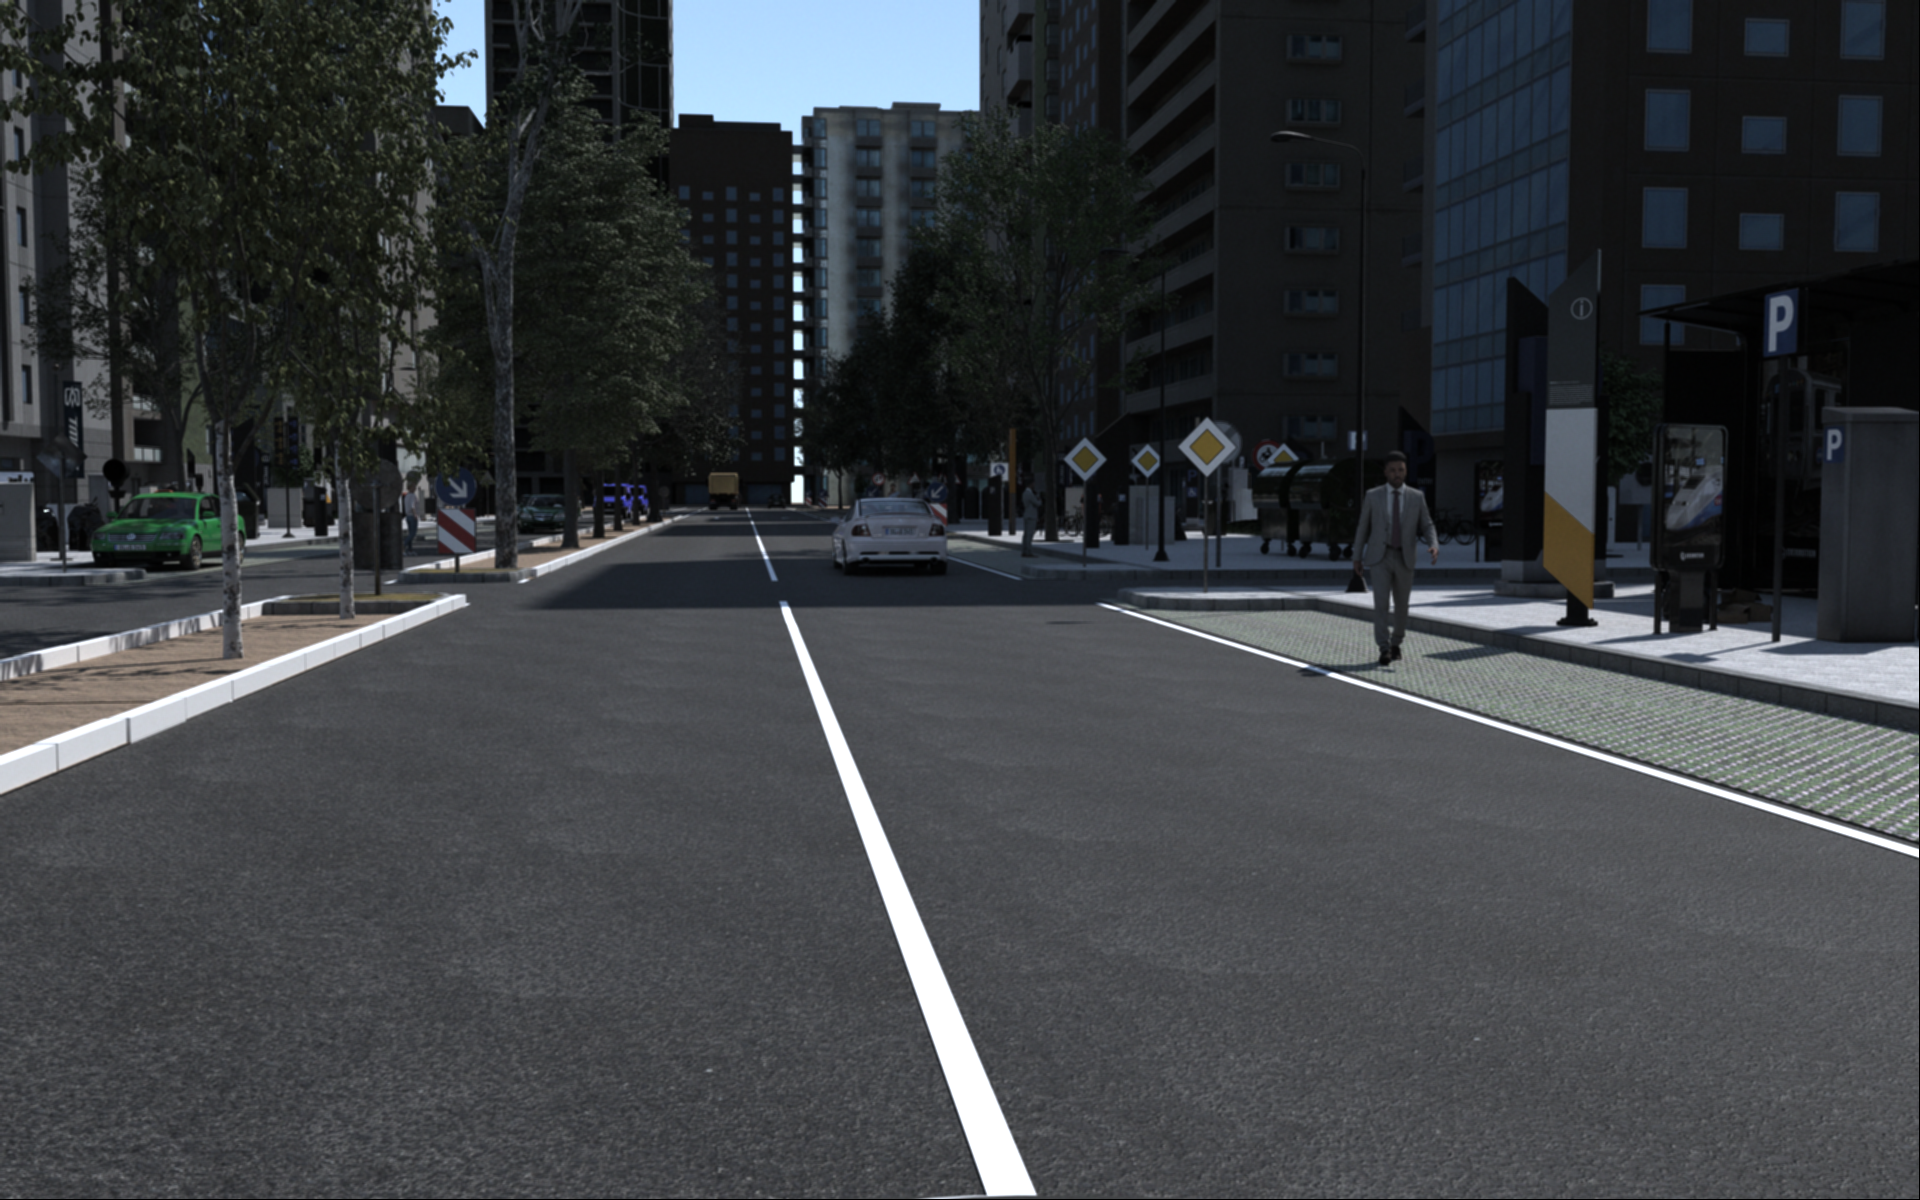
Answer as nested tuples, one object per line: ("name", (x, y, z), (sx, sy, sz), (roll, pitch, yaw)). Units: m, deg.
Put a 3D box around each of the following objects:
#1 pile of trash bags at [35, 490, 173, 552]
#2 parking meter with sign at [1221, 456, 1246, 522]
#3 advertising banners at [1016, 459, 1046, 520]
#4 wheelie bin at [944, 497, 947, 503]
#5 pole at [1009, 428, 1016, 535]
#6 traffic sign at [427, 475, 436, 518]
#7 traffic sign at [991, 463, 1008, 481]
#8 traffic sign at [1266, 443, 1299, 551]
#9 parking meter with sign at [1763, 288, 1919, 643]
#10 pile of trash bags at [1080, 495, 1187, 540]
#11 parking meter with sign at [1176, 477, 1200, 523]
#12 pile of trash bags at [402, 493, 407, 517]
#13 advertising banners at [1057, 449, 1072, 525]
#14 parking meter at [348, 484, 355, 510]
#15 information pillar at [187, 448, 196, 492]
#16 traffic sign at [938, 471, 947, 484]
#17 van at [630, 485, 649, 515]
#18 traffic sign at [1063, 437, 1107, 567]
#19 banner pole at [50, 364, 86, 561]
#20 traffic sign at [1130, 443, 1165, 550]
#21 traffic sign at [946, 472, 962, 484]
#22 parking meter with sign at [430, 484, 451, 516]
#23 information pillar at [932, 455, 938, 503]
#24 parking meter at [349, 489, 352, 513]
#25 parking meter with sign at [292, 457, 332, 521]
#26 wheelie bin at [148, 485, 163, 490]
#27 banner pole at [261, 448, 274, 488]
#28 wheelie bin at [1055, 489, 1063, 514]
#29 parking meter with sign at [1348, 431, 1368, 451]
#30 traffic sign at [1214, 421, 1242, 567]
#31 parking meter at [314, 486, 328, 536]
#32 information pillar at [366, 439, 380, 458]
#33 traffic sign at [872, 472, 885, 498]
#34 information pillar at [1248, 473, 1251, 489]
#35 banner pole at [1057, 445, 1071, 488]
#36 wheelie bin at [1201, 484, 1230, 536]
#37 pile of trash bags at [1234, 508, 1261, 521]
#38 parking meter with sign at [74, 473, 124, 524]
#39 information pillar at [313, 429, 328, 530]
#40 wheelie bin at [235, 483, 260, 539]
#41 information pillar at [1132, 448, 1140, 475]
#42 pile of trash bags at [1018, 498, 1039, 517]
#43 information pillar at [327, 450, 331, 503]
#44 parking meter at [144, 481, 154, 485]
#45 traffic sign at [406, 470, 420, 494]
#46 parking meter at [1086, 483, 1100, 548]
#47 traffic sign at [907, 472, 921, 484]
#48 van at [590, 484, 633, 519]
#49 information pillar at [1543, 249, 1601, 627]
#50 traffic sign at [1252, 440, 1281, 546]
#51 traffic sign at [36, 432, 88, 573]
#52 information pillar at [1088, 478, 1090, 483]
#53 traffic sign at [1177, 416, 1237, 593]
("pile of trash bags", (-19.639, -1.814, 39.409), (3.447, 1.369, 1.912), (-1, 4, -22))
("parking meter with sign", (12.239, -5.095, 79.562), (1.738, 3.016, 0.543), (-1, 4, -18))
("advertising banners", (3.569, -5.478, 85.755), (2.074, 3.025, 0.090), (-2, 4, -33))
("wheelie bin", (-0.593, -5.091, 91.139), (0.980, 1.594, 0.693), (-1, 4, -16))
("pole", (1.632, -3.674, 53.913), (0.158, 3.312, 0.155), (0, 3, 0))
("traffic sign", (-28.185, -5.669, 92.797), (0.768, 2.556, 0.104), (0, 4, -4))
("traffic sign", (1.273, -3.296, 56.023), (0.606, 2.300, 0.079), (0, 4, -2))
("traffic sign", (7.271, -2.312, 38.987), (0.795, 2.450, 0.064), (0, 4, -3))
("parking meter with sign", (7.920, -1.147, 15.015), (1.738, 3.016, 0.543), (0, 4, -3))
("pile of trash bags", (4.716, -2.365, 48.428), (1.912, 1.369, 3.447), (-3, 5, -45))
("parking meter with sign", (10.247, -4.944, 77.101), (1.738, 3.016, 0.543), (-1, 4, -20))
("pile of trash bags", (-31.519, -5.361, 97.404), (1.912, 1.369, 3.447), (0, 4, -7))
("advertising banners", (4.088, -4.338, 67.107), (0.090, 3.025, 2.074), (1, 4, 20))
("parking meter", (-35.182, -5.777, 100.168), (0.255, 1.863, 0.399), (1, 4, 10))
("information pillar", (-38.946, -5.897, 87.767), (0.504, 3.616, 0.183), (2, 4, 28))
("traffic sign", (-0.964, -5.749, 93.993), (0.884, 2.594, 0.081), (0, 4, -3))
("van", (-22.633, -7.049, 119.630), (2.240, 2.365, 5.245), (0, 4, -7))
("traffic sign", (2.183, -1.633, 30.341), (0.795, 2.450, 0.064), (0, 4, -7))
("banner pole", (-17.334, -2.669, 33.660), (0.401, 3.779, 0.863), (1, 4, 18))
("traffic sign", (4.279, -2.350, 39.609), (0.795, 2.450, 0.064), (0, 4, -5))
("traffic sign", (-0.322, -5.675, 92.795), (0.884, 2.594, 0.081), (0, 4, -5))
("parking meter with sign", (-30.650, -6.432, 101.419), (1.738, 3.016, 0.543), (-3, 5, -40))
("information pillar", (-1.190, -5.509, 81.425), (0.183, 3.616, 0.504), (2, 4, 24))
("parking meter", (-28.373, -4.392, 80.220), (0.372, 1.533, 0.369), (0, 3, 0))
("parking meter with sign", (-30.806, -5.271, 82.435), (0.543, 3.016, 1.738), (3, 5, 40))
("wheelie bin", (-28.624, -3.279, 61.518), (0.693, 1.594, 0.980), (1, 4, 12))
("banner pole", (-37.270, -6.326, 93.439), (0.401, 3.779, 0.863), (3, 5, 43))
("wheelie bin", (5.924, -5.929, 104.840), (0.693, 1.594, 0.980), (2, 4, 26))
("parking meter with sign", (11.295, -3.190, 48.412), (0.543, 3.016, 1.738), (2, 4, 26))
("traffic sign", (4.532, -1.847, 30.306), (0.768, 2.556, 0.104), (0, 4, -4))
("parking meter", (-19.414, -2.703, 52.609), (0.372, 1.533, 0.369), (0, 3, 0))
("information pillar", (-20.892, -4.298, 61.626), (0.504, 3.616, 0.183), (0, 4, -2))
("traffic sign", (-4.721, -6.148, 100.623), (0.768, 2.556, 0.104), (0, 4, -4))
("information pillar", (10.064, -3.472, 61.263), (0.304, 2.012, 0.304), (-3, 5, -42))
("banner pole", (5.397, -6.060, 89.096), (0.863, 3.779, 0.401), (-1, 4, -8))
("wheelie bin", (7.901, -2.791, 53.540), (0.693, 1.594, 0.980), (-2, 4, -27))
("pile of trash bags", (10.891, -3.415, 65.583), (3.447, 1.369, 1.912), (-1, 4, -19))
("parking meter with sign", (-30.763, -4.019, 61.978), (1.738, 3.016, 0.543), (-1, 4, -11))
("information pillar", (-23.124, -4.346, 62.409), (0.183, 3.616, 0.504), (0, 4, 6))
("wheelie bin", (-20.284, -2.526, 49.201), (0.693, 1.594, 0.980), (-1, 4, -13))
("information pillar", (8.928, -5.903, 87.865), (0.504, 3.616, 0.183), (-2, 4, -33))
("pile of trash bags", (4.854, -5.327, 96.841), (3.447, 1.369, 1.912), (1, 4, 14))
("information pillar", (-33.755, -6.186, 92.500), (0.183, 3.616, 0.504), (1, 4, 9))
("parking meter", (-37.474, -4.550, 80.096), (0.399, 1.863, 0.255), (1, 4, 19))
("traffic sign", (-28.942, -5.603, 91.715), (0.768, 2.556, 0.104), (0, 4, -3))
("parking meter", (3.130, -2.004, 41.179), (0.372, 1.533, 0.369), (0, 3, 0))
("traffic sign", (-2.469, -5.783, 94.550), (0.884, 2.594, 0.081), (0, 4, -2))
("van", (-20.033, -5.843, 99.919), (2.240, 2.365, 5.245), (0, 4, -7))
("information pillar", (5.953, -1.558, 16.828), (0.504, 3.616, 0.183), (3, 4, 38))
("traffic sign", (7.224, -2.482, 40.680), (0.768, 2.556, 0.104), (0, 4, 1))
("traffic sign", (-14.631, -1.505, 28.245), (0.795, 2.450, 0.064), (0, 4, -7))
("information pillar", (6.094, -4.630, 80.186), (0.304, 2.012, 0.304), (0, 4, 7))
("traffic sign", (3.184, -1.148, 22.418), (0.795, 2.450, 0.064), (0, 4, -7))
